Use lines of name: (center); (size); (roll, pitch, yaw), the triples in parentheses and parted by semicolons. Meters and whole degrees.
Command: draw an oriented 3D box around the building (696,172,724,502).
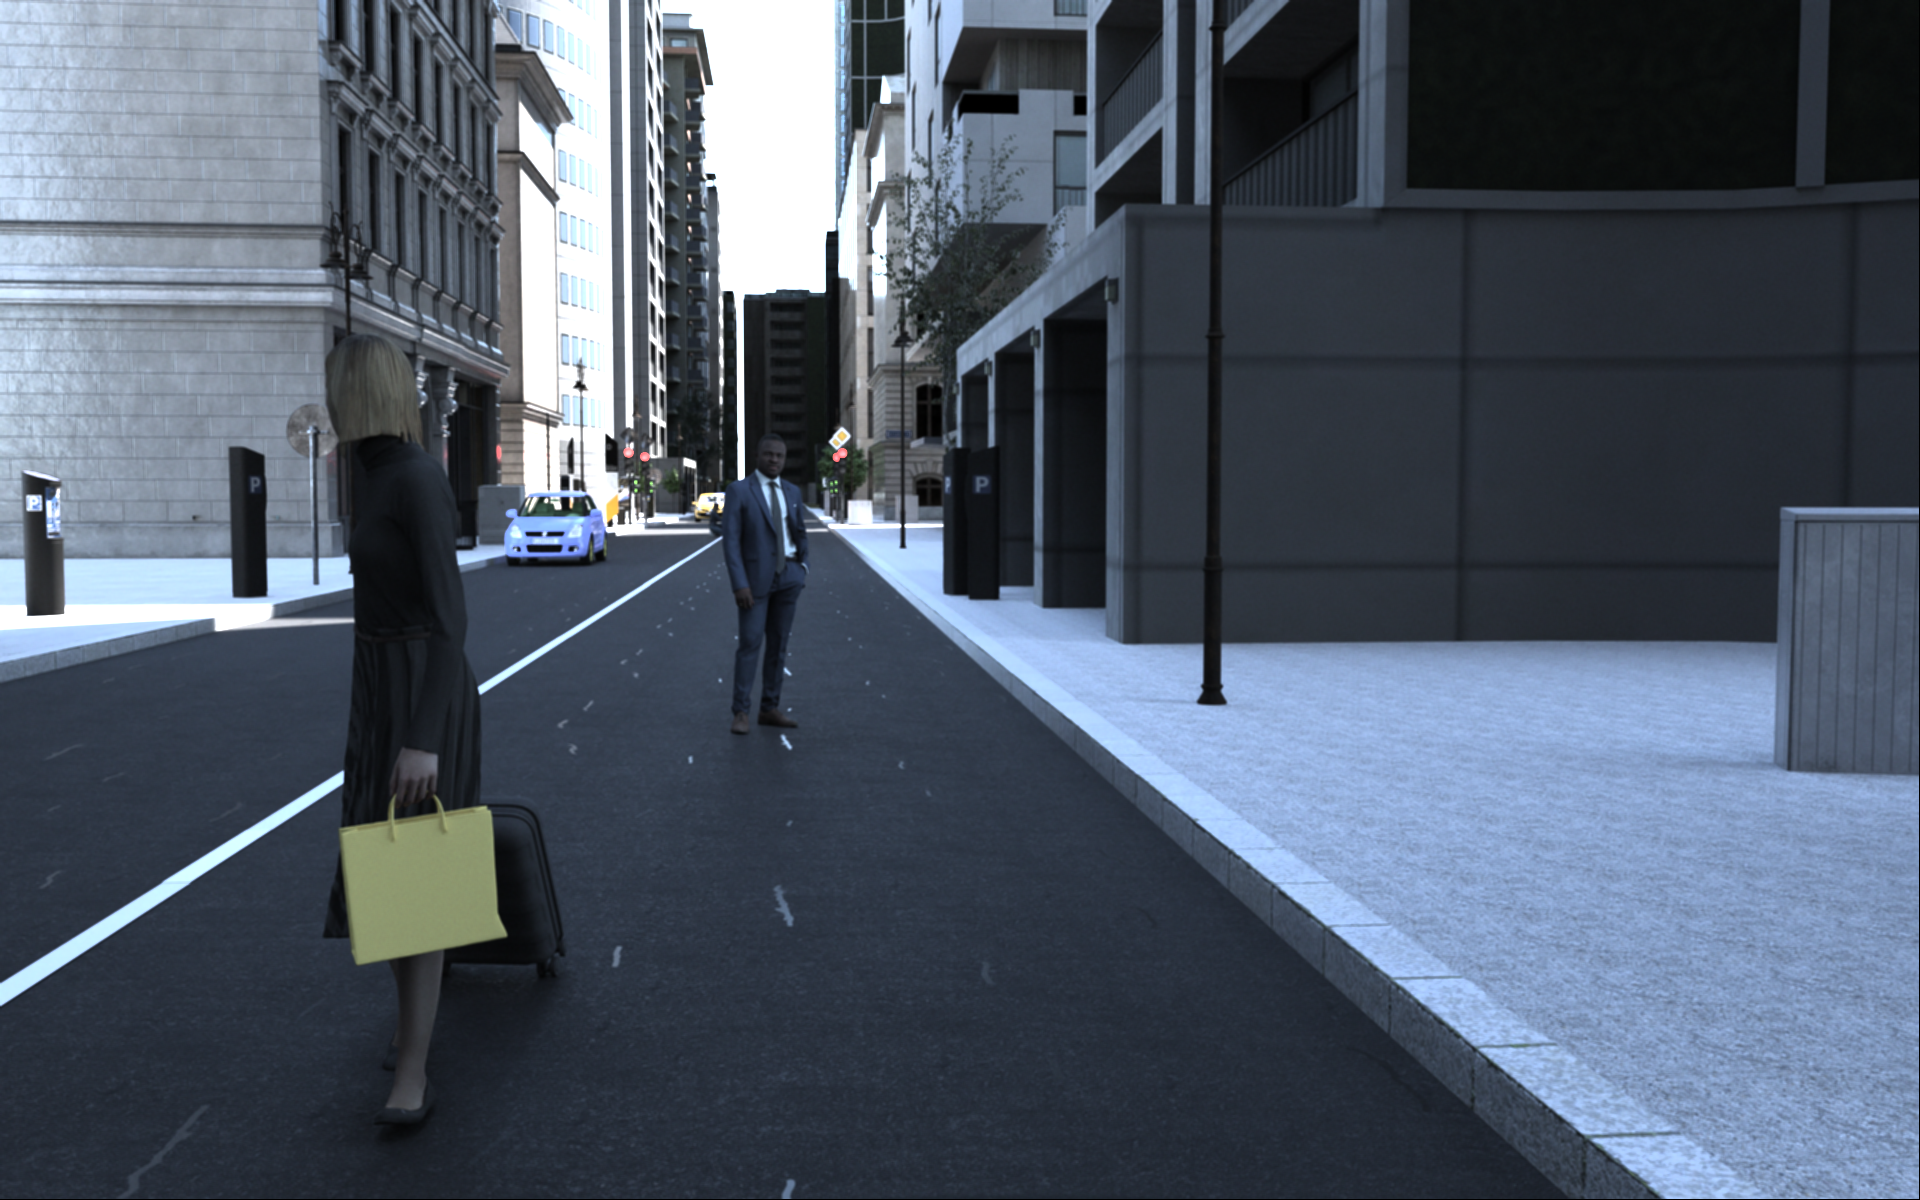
building: (-37.309, -32.854, 220.761); (14.086, 41.232, 14.154); (0, 4, -6)

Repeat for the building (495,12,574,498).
building: (-24.501, -12.160, 63.442); (19.286, 19.102, 10.561); (0, 4, -6)

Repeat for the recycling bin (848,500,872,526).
recycling bin: (-4.039, -3.504, 69.848); (0.722, 1.027, 0.722); (-3, 5, -43)

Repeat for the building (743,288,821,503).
building: (-23.845, -29.034, 246.400); (14.107, 30.474, 14.160); (0, 4, -6)

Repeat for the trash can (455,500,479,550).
trash can: (-11.428, -1.721, 39.793); (0.748, 1.137, 0.748); (0, 3, 0)

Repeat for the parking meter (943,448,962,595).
parking meter: (-0.041, -1.000, 22.063); (0.255, 1.863, 0.399); (-1, 4, -21)

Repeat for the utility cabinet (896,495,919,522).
utility cabinet: (-2.440, -4.202, 79.859); (1.020, 1.237, 0.306); (-1, 4, -20)

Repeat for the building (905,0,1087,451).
building: (12.363, -28.664, 57.901); (28.713, 52.752, 27.495); (0, 4, -6)

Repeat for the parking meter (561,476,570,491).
parking meter: (-12.438, -2.990, 54.605); (0.255, 1.863, 0.399); (-1, 4, -9)

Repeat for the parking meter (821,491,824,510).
parking meter: (-11.123, -8.278, 141.061); (0.255, 1.863, 0.399); (-3, 4, -36)

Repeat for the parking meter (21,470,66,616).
parking meter: (-9.677, -0.604, 18.290); (0.372, 1.533, 0.369); (0, 3, 0)

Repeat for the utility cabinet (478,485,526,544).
utility cabinet: (-11.535, -2.136, 43.608); (1.173, 1.500, 0.318); (1, 4, 15)

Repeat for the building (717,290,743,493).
building: (-38.370, -28.899, 244.193); (14.107, 30.474, 14.160); (0, 4, -6)

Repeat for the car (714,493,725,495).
car: (-14.457, -5.852, 105.264); (1.945, 1.707, 3.694); (0, 4, -6)

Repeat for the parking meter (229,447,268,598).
parking meter: (-8.860, -0.970, 21.579); (0.255, 1.863, 0.399); (1, 4, 20)

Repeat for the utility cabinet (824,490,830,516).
utility cabinet: (-7.346, -5.476, 98.203); (0.318, 1.500, 1.173); (-2, 4, -25)

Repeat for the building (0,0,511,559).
building: (-17.097, -11.255, 34.933); (10.553, 20.767, 40.483); (0, 4, -6)

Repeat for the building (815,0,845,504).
building: (-6.593, -55.089, 213.381); (22.319, 86.520, 31.000); (0, 4, -6)

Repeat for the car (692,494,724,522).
car: (-12.820, -4.853, 89.564); (2.015, 1.641, 3.980); (0, 4, -7)

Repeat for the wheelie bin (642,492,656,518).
wheelie bin: (-16.988, -5.307, 94.683); (0.693, 1.594, 0.980); (-2, 4, -24)

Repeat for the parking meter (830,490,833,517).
parking meter: (-7.036, -5.365, 96.136); (0.372, 1.533, 0.369); (0, 3, 0)

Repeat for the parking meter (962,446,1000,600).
parking meter: (0.273, -0.940, 21.078); (0.399, 1.863, 0.255); (1, 4, 10)

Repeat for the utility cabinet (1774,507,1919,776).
utility cabinet: (4.354, 0.194, 7.994); (1.020, 1.237, 0.306); (1, 4, 12)

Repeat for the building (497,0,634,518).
building: (-29.371, -33.579, 91.008); (21.231, 58.520, 28.212); (0, 4, -6)

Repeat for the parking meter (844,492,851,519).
parking meter: (-5.783, -5.097, 89.050); (0.399, 1.863, 0.255); (2, 4, 33)

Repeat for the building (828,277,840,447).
building: (-4.870, -19.415, 147.118); (12.332, 23.373, 15.834); (0, 4, -6)

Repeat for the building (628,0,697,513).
building: (-29.659, -41.902, 123.349); (20.563, 71.187, 20.611); (0, 4, -6)

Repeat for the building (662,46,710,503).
building: (-35.744, -31.333, 166.920); (22.147, 44.769, 28.867); (0, 4, -6)

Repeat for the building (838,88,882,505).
building: (1.599, -19.454, 122.591); (19.350, 26.468, 34.151); (0, 4, -6)

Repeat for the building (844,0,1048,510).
building: (-3.202, -44.970, 173.512); (20.563, 71.187, 20.611); (0, 4, -6)

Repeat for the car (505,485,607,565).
car: (-8.351, -1.611, 35.938); (1.945, 1.707, 3.694); (0, 4, -5)

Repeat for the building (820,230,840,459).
building: (-7.943, -25.688, 191.701); (14.160, 30.474, 14.107); (0, 4, -6)

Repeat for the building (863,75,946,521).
building: (12.727, -16.481, 88.553); (34.723, 24.649, 14.460); (0, 4, -6)

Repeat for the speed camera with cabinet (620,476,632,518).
speed camera with cabinet: (-17.601, -5.900, 90.798); (0.660, 3.252, 2.038); (-1, 4, -18)

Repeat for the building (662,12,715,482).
building: (-42.333, -37.017, 194.474); (28.713, 52.752, 27.495); (0, 4, -6)

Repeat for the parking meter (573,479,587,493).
parking meter: (-15.063, -3.862, 68.849); (0.399, 1.863, 0.255); (0, 4, 2)

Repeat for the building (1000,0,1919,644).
building: (11.100, -35.465, 18.112); (20.563, 71.187, 20.611); (0, 4, -6)
